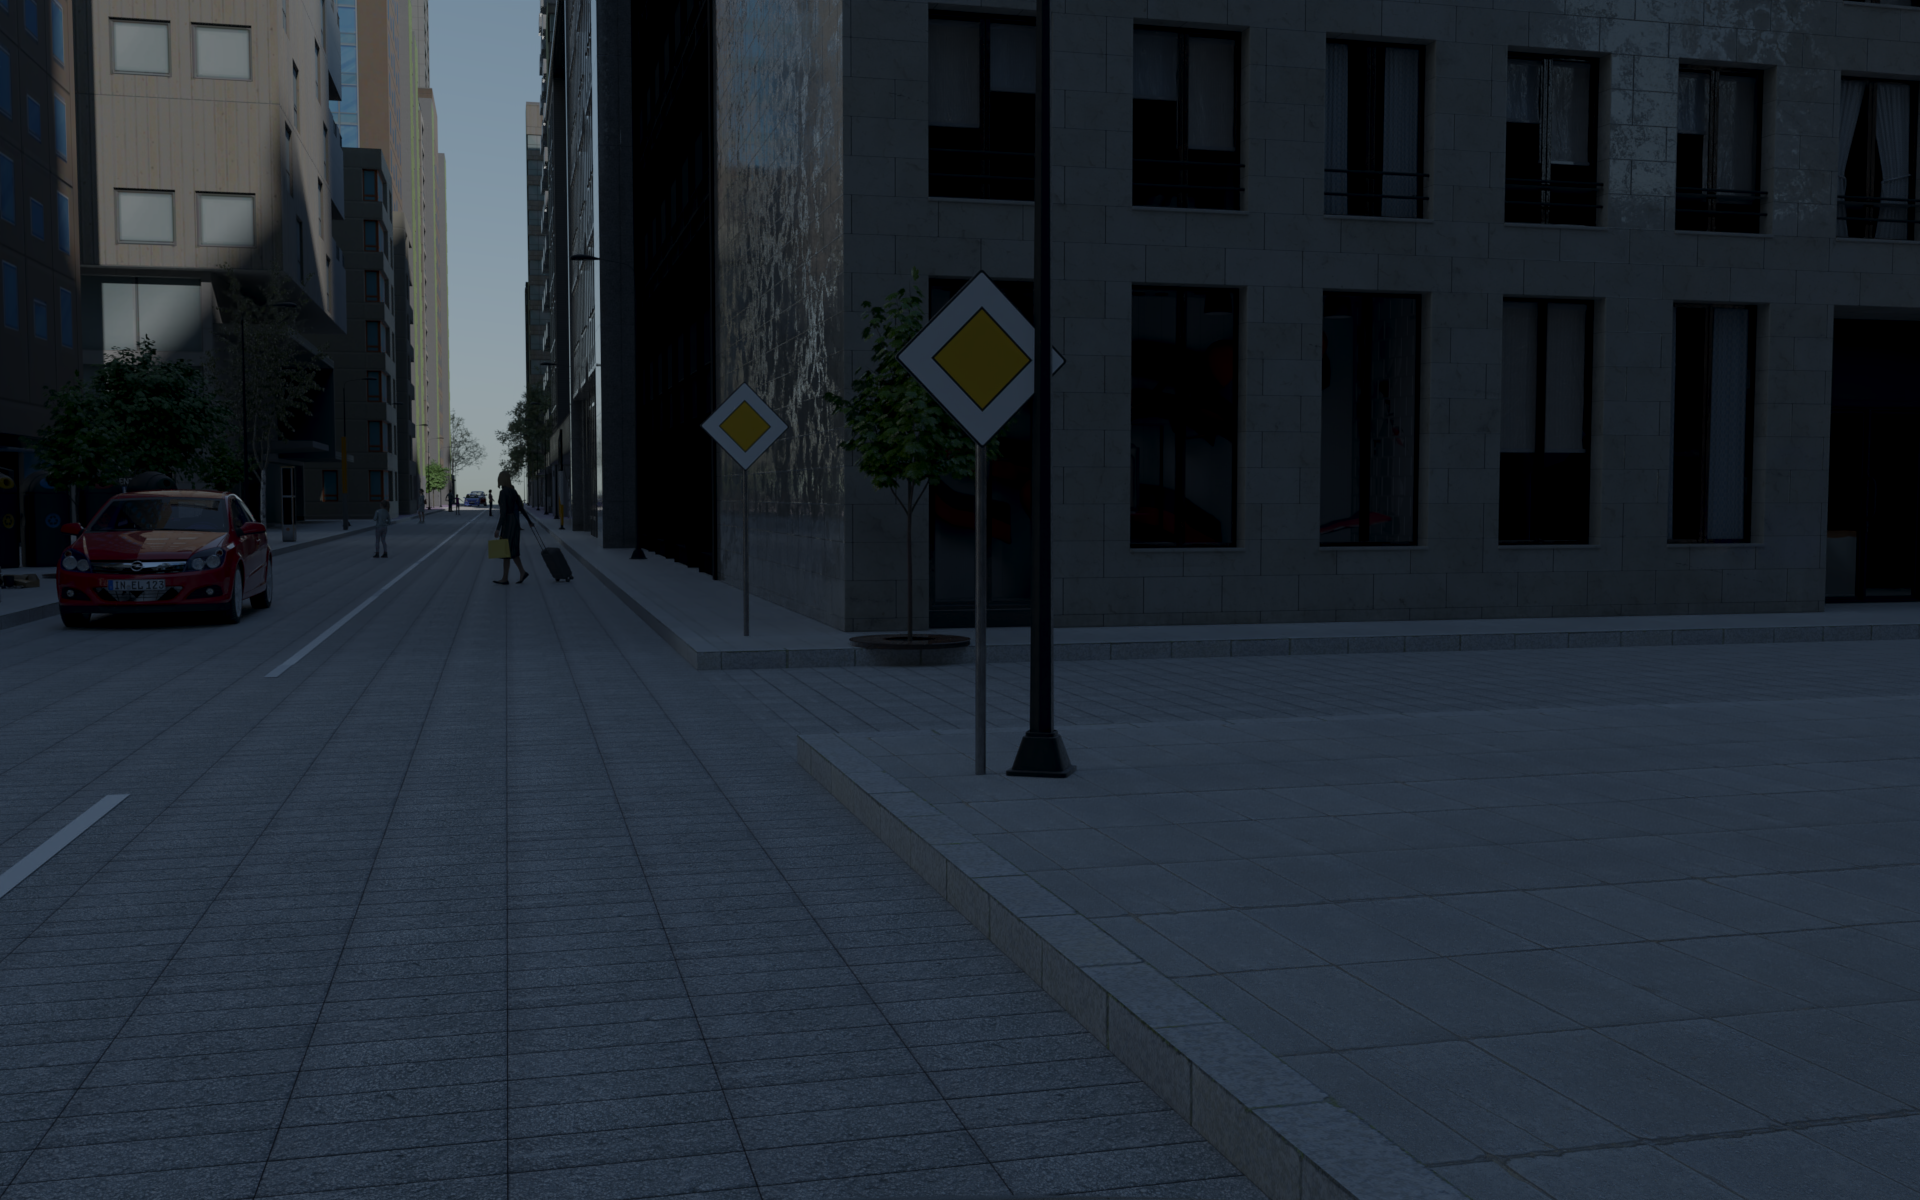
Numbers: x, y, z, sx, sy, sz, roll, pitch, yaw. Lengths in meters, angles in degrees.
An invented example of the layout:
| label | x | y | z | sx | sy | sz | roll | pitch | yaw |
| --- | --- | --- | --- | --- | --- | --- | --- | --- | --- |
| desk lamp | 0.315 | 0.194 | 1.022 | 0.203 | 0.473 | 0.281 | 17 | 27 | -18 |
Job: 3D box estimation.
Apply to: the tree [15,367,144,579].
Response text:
| label | x | y | z | sx | sy | sz | roll | pitch | yaw |
| --- | --- | --- | --- | --- | --- | --- | --- | --- | --- |
| tree | -13.510 | -1.952 | 26.511 | 1.663 | 3.219 | 1.824 | 0 | 3 | 0 |

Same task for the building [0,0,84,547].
| label | x | y | z | sx | sy | sz | roll | pitch | yaw |
| --- | --- | --- | --- | --- | --- | --- | --- | --- | --- |
| building | -29.117 | -23.735 | 38.178 | 14.600 | 45.320 | 14.200 | -1 | 4 | -15 |

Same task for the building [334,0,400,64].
| label | x | y | z | sx | sy | sz | roll | pitch | yaw |
| --- | --- | --- | --- | --- | --- | --- | --- | --- | --- |
| building | -45.949 | -28.676 | 118.969 | 14.600 | 45.320 | 14.200 | -1 | 4 | -15 |

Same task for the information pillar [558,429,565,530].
| label | x | y | z | sx | sy | sz | roll | pitch | yaw |
| --- | --- | --- | --- | --- | --- | --- | --- | --- | --- |
| information pillar | -14.433 | -4.359 | 62.631 | 0.183 | 3.616 | 0.504 | -1 | 4 | -23 |

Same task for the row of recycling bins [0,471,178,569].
| label | x | y | z | sx | sy | sz | roll | pitch | yaw |
| --- | --- | --- | --- | --- | --- | --- | --- | --- | --- |
| row of recycling bins | -15.817 | -1.452 | 30.845 | 3.534 | 1.692 | 1.069 | -3 | 5 | -44 |

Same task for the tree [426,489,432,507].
| label | x | y | z | sx | sy | sz | roll | pitch | yaw |
| --- | --- | --- | --- | --- | --- | --- | --- | --- | --- |
| tree | -51.453 | -10.512 | 166.477 | 1.663 | 3.219 | 1.824 | 0 | 3 | 0 |

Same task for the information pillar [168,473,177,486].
| label | x | y | z | sx | sy | sz | roll | pitch | yaw |
| --- | --- | --- | --- | --- | --- | --- | --- | --- | --- |
| information pillar | -25.422 | -3.138 | 55.793 | 0.304 | 2.012 | 0.304 | -1 | 4 | -8 |

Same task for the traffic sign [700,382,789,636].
| label | x | y | z | sx | sy | sz | roll | pitch | yaw |
| --- | --- | --- | --- | --- | --- | --- | --- | --- | --- |
| traffic sign | -1.933 | -0.731 | 15.588 | 0.795 | 2.450 | 0.064 | -1 | 4 | -15 |

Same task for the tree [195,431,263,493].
| label | x | y | z | sx | sy | sz | roll | pitch | yaw |
| --- | --- | --- | --- | --- | --- | --- | --- | --- | --- |
| tree | -20.251 | -3.228 | 47.382 | 1.663 | 3.219 | 1.824 | 0 | 3 | 0 |

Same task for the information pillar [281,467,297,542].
| label | x | y | z | sx | sy | sz | roll | pitch | yaw |
| --- | --- | --- | --- | --- | --- | --- | --- | --- | --- |
| information pillar | -18.021 | -2.569 | 46.493 | 0.304 | 2.012 | 0.304 | 0 | 4 | -7 |

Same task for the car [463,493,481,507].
| label | x | y | z | sx | sy | sz | roll | pitch | yaw |
| --- | --- | --- | --- | --- | --- | --- | --- | --- | --- |
| car | -55.494 | -11.458 | 196.931 | 1.945 | 1.707 | 3.694 | -1 | 4 | -15 |

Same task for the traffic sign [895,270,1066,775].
| label | x | y | z | sx | sy | sz | roll | pitch | yaw |
| --- | --- | --- | --- | --- | --- | --- | --- | --- | --- |
| traffic sign | 0.091 | -0.258 | 7.863 | 0.795 | 2.450 | 0.064 | -1 | 4 | -15 |

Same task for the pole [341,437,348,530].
| label | x | y | z | sx | sy | sz | roll | pitch | yaw |
| --- | --- | --- | --- | --- | --- | --- | --- | --- | --- |
| pole | -21.958 | -4.158 | 61.822 | 0.158 | 3.312 | 0.155 | 0 | 3 | 0 |

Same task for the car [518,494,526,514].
| label | x | y | z | sx | sy | sz | roll | pitch | yaw |
| --- | --- | --- | --- | --- | --- | --- | --- | --- | --- |
| car | -32.984 | -7.170 | 127.460 | 2.015 | 1.641 | 3.980 | -1 | 4 | -13 |

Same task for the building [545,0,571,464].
| label | x | y | z | sx | sy | sz | roll | pitch | yaw |
| --- | --- | --- | --- | --- | --- | --- | --- | --- | --- |
| building | -10.360 | -15.691 | 75.615 | 14.314 | 24.678 | 30.058 | -1 | 4 | -15 |

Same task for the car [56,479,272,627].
| label | x | y | z | sx | sy | sz | roll | pitch | yaw |
| --- | --- | --- | --- | --- | --- | --- | --- | --- | --- |
| car | -9.176 | -0.682 | 20.187 | 2.155 | 1.783 | 4.494 | -1 | 4 | -15 |

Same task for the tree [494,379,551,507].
| label | x | y | z | sx | sy | sz | roll | pitch | yaw |
| --- | --- | --- | --- | --- | --- | --- | --- | --- | --- |
| tree | -41.548 | -15.604 | 172.126 | 9.611 | 12.733 | 9.660 | 0 | 3 | 0 |

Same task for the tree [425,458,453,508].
| label | x | y | z | sx | sy | sz | roll | pitch | yaw |
| --- | --- | --- | --- | --- | --- | --- | --- | --- | --- |
| tree | -48.314 | -10.731 | 159.171 | 4.285 | 4.588 | 4.351 | 0 | 3 | 0 |

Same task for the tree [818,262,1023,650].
| label | x | y | z | sx | sy | sz | roll | pitch | yaw |
| --- | --- | --- | --- | --- | --- | --- | --- | --- | --- |
| tree | -0.414 | -1.220 | 14.542 | 1.663 | 3.219 | 1.824 | 0 | 3 | 0 |

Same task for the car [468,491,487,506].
| label | x | y | z | sx | sy | sz | roll | pitch | yaw |
| --- | --- | --- | --- | --- | --- | --- | --- | --- | --- |
| car | -56.186 | -11.807 | 201.714 | 2.281 | 1.827 | 5.304 | -1 | 4 | -14 |

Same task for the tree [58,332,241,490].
| label | x | y | z | sx | sy | sz | roll | pitch | yaw |
| --- | --- | --- | --- | --- | --- | --- | --- | --- | --- |
| tree | -16.452 | -3.152 | 35.249 | 4.285 | 4.588 | 4.351 | 0 | 3 | 0 |

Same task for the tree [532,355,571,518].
| label | x | y | z | sx | sy | sz | roll | pitch | yaw |
| --- | --- | --- | --- | --- | --- | --- | --- | --- | --- |
| tree | -20.724 | -8.652 | 91.827 | 4.360 | 8.622 | 3.978 | 0 | 3 | 0 |

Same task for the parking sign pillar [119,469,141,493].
| label | x | y | z | sx | sy | sz | roll | pitch | yaw |
| --- | --- | --- | --- | --- | --- | --- | --- | --- | --- |
| parking sign pillar | -25.307 | -3.926 | 52.661 | 1.447 | 3.967 | 1.447 | 0 | 4 | -4 |

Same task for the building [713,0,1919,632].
| label | x | y | z | sx | sy | sz | roll | pitch | yaw |
| --- | --- | --- | --- | --- | --- | --- | --- | --- | --- |
| building | 5.755 | -10.265 | 22.582 | 16.860 | 20.320 | 10.420 | -1 | 4 | -15 |

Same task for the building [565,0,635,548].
| label | x | y | z | sx | sy | sz | roll | pitch | yaw |
| --- | --- | --- | --- | --- | --- | --- | --- | --- | --- |
| building | -5.124 | -14.261 | 51.190 | 12.078 | 24.808 | 19.932 | -1 | 4 | -15 |

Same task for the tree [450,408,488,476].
| label | x | y | z | sx | sy | sz | roll | pitch | yaw |
| --- | --- | --- | --- | --- | --- | --- | --- | --- | --- |
| tree | -70.368 | -20.116 | 239.267 | 12.009 | 13.543 | 11.850 | 0 | 3 | 0 |

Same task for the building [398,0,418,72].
| label | x | y | z | sx | sy | sz | roll | pitch | yaw |
| --- | --- | --- | --- | --- | --- | --- | --- | --- | --- |
| building | -53.303 | -28.334 | 146.861 | 14.154 | 41.232 | 14.086 | -1 | 4 | -15 |

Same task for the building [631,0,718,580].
| label | x | y | z | sx | sy | sz | roll | pitch | yaw |
| --- | --- | --- | --- | --- | --- | --- | --- | --- | --- |
| building | 0.299 | -12.509 | 34.199 | 12.332 | 23.373 | 15.834 | -1 | 4 | -15 |

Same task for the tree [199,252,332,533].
| label | x | y | z | sx | sy | sz | roll | pitch | yaw |
| --- | --- | --- | --- | --- | --- | --- | --- | --- | --- |
| tree | -21.485 | -6.293 | 53.259 | 4.360 | 8.622 | 3.978 | 0 | 3 | 0 |

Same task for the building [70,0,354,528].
| label | x | y | z | sx | sy | sz | roll | pitch | yaw |
| --- | --- | --- | --- | --- | --- | --- | --- | --- | --- |
| building | -38.587 | -29.113 | 65.241 | 28.713 | 52.752 | 27.495 | -1 | 4 | -15 |

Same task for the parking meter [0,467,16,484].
| label | x | y | z | sx | sy | sz | roll | pitch | yaw |
| --- | --- | --- | --- | --- | --- | --- | --- | --- | --- |
| parking meter | -19.562 | -1.820 | 35.467 | 0.399 | 1.863 | 0.255 | 0 | 4 | -6 |

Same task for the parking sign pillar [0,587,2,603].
| label | x | y | z | sx | sy | sz | roll | pitch | yaw |
| --- | --- | --- | --- | --- | --- | --- | --- | --- | --- |
| parking sign pillar | -12.016 | -1.935 | 20.108 | 1.447 | 3.967 | 1.447 | 0 | 4 | 4 |
